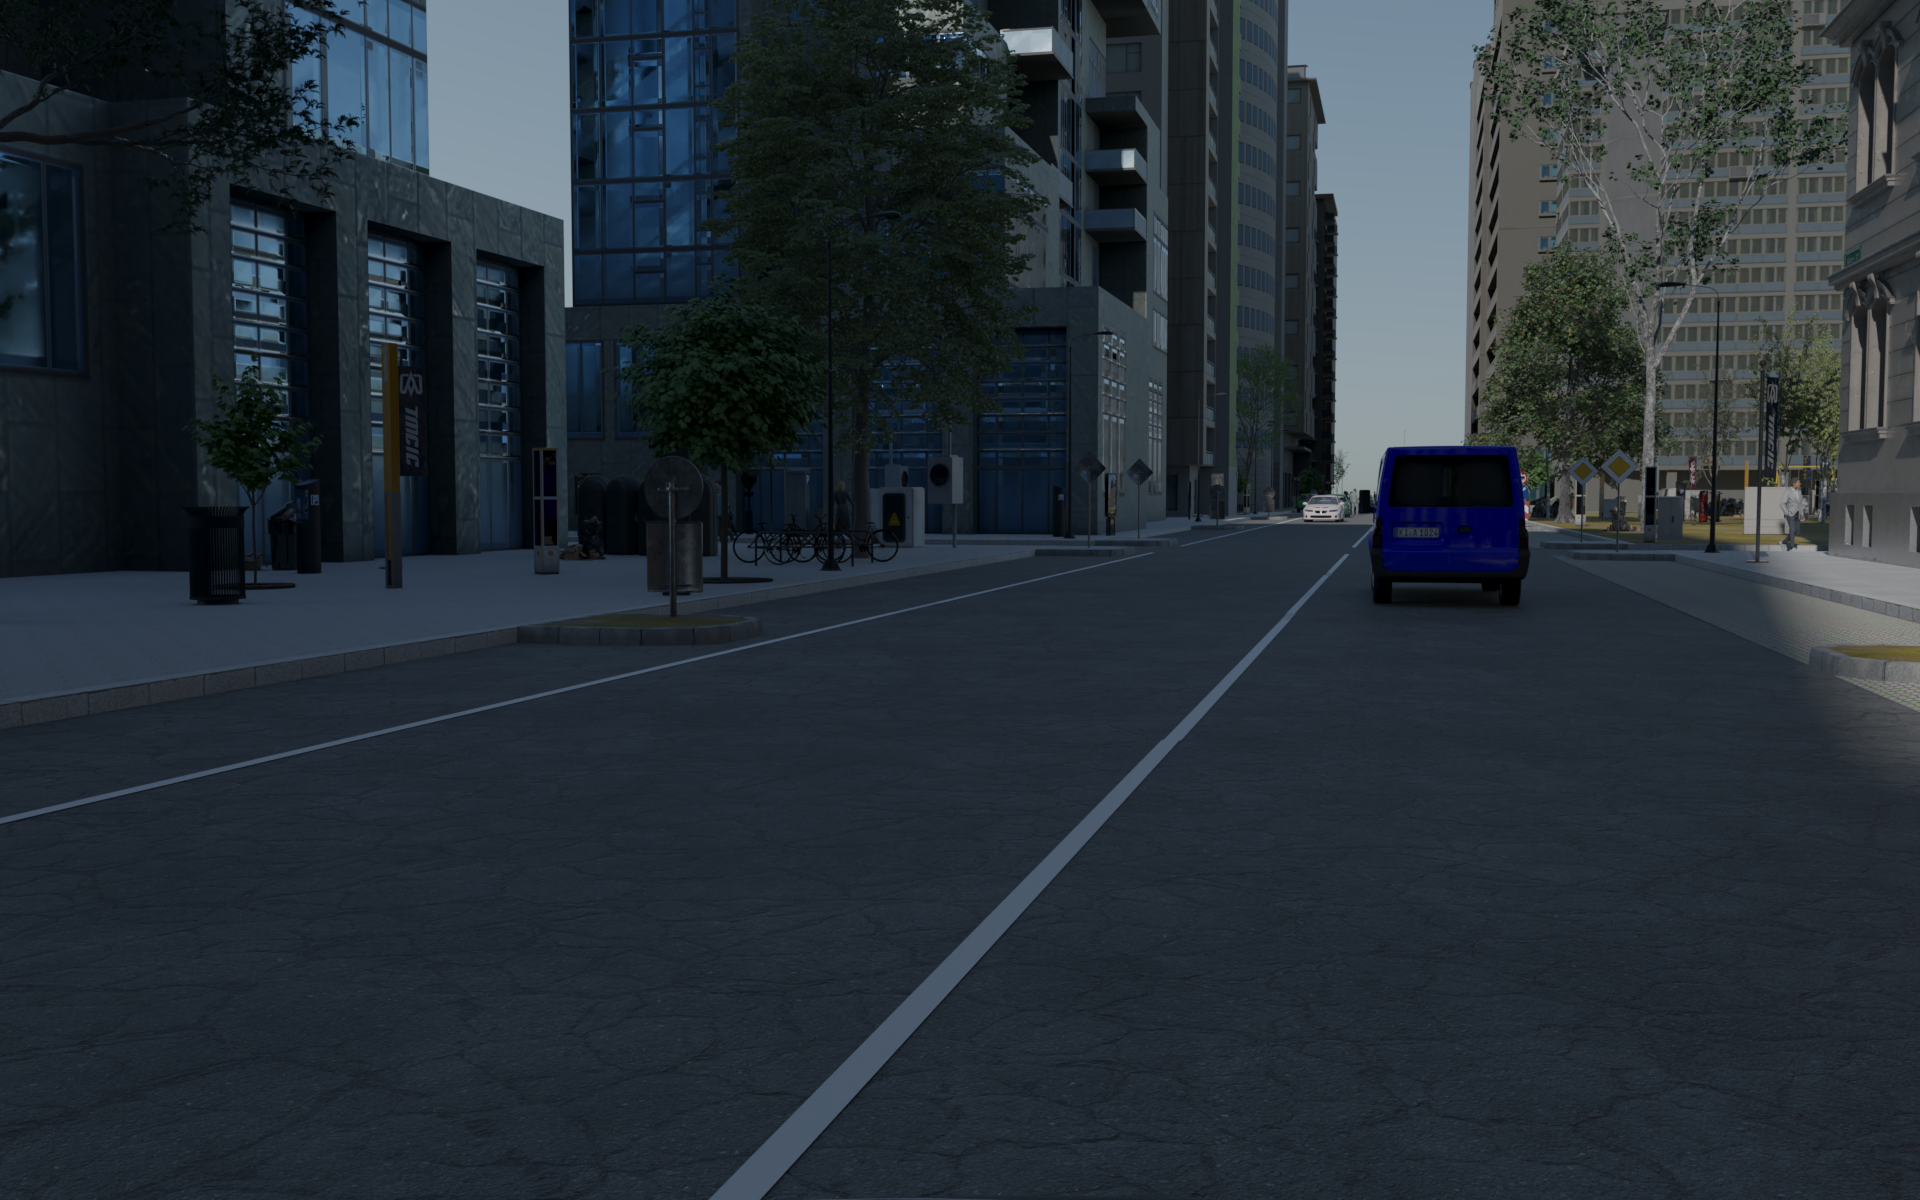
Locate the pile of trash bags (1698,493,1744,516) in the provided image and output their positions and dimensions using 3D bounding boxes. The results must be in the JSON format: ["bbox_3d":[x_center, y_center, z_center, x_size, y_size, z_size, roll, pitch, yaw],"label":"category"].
[{"bbox_3d":[43.931,-5.530,100.175,3.447,1.369,1.912,-2,4,-29],"label":"pile of trash bags"}]

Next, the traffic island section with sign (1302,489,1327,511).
[{"bbox_3d":[29.703,-8.353,145.207,1.989,1.847,2.006,1,4,14],"label":"traffic island section with sign"}]

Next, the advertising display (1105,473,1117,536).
[{"bbox_3d":[4.642,-2.944,53.353,0.123,1.923,0.974,1,4,20],"label":"advertising display"}]

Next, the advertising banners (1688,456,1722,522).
[{"bbox_3d":[34.175,-5.096,79.509,0.090,3.025,2.074,-1,4,-21],"label":"advertising banners"}]

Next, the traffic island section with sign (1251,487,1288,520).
[{"bbox_3d":[17.384,-5.415,97.167,1.989,1.847,2.006,1,4,14],"label":"traffic island section with sign"}]

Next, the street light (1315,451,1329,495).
[{"bbox_3d":[38.356,-12.979,184.752,1.470,5.913,1.316,1,4,14],"label":"street light"}]

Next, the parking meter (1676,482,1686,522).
[{"bbox_3d":[33.550,-4.585,80.673,0.399,1.863,0.255,-1,4,-13],"label":"parking meter"}]

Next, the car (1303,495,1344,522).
[{"bbox_3d":[18.758,-4.699,89.185,2.083,1.381,4.827,1,4,16],"label":"car"}]

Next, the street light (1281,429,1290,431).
[{"bbox_3d":[22.959,-9.296,124.535,1.470,5.913,1.316,1,4,14],"label":"street light"}]

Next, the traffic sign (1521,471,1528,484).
[{"bbox_3d":[31.208,-5.892,96.434,0.768,2.556,0.104,1,4,17],"label":"traffic sign"}]

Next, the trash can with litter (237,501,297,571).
[{"bbox_3d":[-11.589,-1.082,29.080,1.055,1.170,0.624,-1,4,-18],"label":"trash can with litter"}]

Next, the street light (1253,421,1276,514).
[{"bbox_3d":[19.278,-8.394,109.779,1.470,5.913,1.316,1,4,14],"label":"street light"}]

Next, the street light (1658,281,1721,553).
[{"bbox_3d":[15.943,-3.996,37.879,1.470,5.913,1.316,1,4,14],"label":"street light"}]

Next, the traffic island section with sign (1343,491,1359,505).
[{"bbox_3d":[57.109,-14.888,252.054,1.989,1.847,2.006,1,4,14],"label":"traffic island section with sign"}]

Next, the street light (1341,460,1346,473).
[{"bbox_3d":[50.989,-15.993,234.021,1.470,5.913,1.316,1,4,14],"label":"street light"}]

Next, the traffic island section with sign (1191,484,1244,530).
[{"bbox_3d":[10.458,-3.763,70.159,1.989,1.847,2.006,1,4,14],"label":"traffic island section with sign"}]

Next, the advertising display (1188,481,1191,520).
[{"bbox_3d":[11.496,-4.990,86.793,0.123,1.923,0.974,0,4,5],"label":"advertising display"}]

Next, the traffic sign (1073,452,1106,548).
[{"bbox_3d":[3.079,-2.299,41.234,0.795,2.450,0.064,1,4,14],"label":"traffic sign"}]

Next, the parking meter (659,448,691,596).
[{"bbox_3d":[-3.623,-0.993,21.939,0.399,1.863,0.255,0,4,-5],"label":"parking meter"}]

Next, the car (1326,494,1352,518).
[{"bbox_3d":[23.097,-5.809,106.778,2.131,1.459,4.920,1,4,15],"label":"car"}]

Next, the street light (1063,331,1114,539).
[{"bbox_3d":[3.676,-4.707,49.504,1.470,5.913,1.316,1,4,14],"label":"street light"}]

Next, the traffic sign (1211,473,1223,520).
[{"bbox_3d":[12.746,-5.119,85.828,0.606,2.300,0.079,2,4,24],"label":"traffic sign"}]

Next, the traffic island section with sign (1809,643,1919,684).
[{"bbox_3d":[7.931,-0.311,13.718,1.989,1.847,2.006,1,4,14],"label":"traffic island section with sign"}]

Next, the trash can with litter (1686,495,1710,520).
[{"bbox_3d":[40.912,-5.283,97.433,2.233,1.210,1.678,-2,4,-31],"label":"trash can with litter"}]

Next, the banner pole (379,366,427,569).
[{"bbox_3d":[-9.571,-2.431,29.767,0.863,3.779,0.401,-2,4,-25],"label":"banner pole"}]

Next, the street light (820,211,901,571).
[{"bbox_3d":[-1.643,-3.436,28.714,1.470,5.913,1.316,1,4,14],"label":"street light"}]

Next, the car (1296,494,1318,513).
[{"bbox_3d":[26.781,-7.597,133.001,1.959,1.807,4.718,1,4,12],"label":"car"}]

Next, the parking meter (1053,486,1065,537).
[{"bbox_3d":[2.963,-2.655,51.820,0.372,1.533,0.369,0,3,0],"label":"parking meter"}]

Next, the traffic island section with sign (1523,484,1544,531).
[{"bbox_3d":[21.900,-3.644,68.204,1.989,1.847,2.006,1,4,14],"label":"traffic island section with sign"}]

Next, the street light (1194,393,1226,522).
[{"bbox_3d":[11.538,-6.558,79.758,1.470,5.913,1.316,1,4,14],"label":"street light"}]

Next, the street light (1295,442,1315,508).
[{"bbox_3d":[30.653,-11.143,154.723,1.470,5.913,1.316,1,4,14],"label":"street light"}]

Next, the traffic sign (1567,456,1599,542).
[{"bbox_3d":[16.532,-2.592,46.018,0.795,2.450,0.064,1,4,14],"label":"traffic sign"}]

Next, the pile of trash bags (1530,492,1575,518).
[{"bbox_3d":[32.487,-5.161,94.136,1.912,1.369,3.447,3,5,43],"label":"pile of trash bags"}]

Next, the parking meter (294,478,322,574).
[{"bbox_3d":[-10.520,-1.195,27.954,0.372,1.533,0.369,0,3,0],"label":"parking meter"}]

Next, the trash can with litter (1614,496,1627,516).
[{"bbox_3d":[40.192,-5.795,106.138,1.055,1.170,0.624,-2,4,-30],"label":"trash can with litter"}]

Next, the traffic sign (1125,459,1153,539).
[{"bbox_3d":[5.063,-2.772,48.970,0.795,2.450,0.064,1,4,14],"label":"traffic sign"}]

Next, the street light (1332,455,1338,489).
[{"bbox_3d":[43.360,-14.147,203.851,1.470,5.913,1.316,1,4,14],"label":"street light"}]

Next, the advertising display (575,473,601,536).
[{"bbox_3d":[-11.440,-2.943,53.330,0.123,1.923,0.974,3,4,37],"label":"advertising display"}]

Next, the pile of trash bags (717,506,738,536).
[{"bbox_3d":[-8.497,-2.672,53.447,3.447,1.369,1.912,2,4,34],"label":"pile of trash bags"}]

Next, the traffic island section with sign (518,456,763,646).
[{"bbox_3d":[-3.079,-0.535,17.374,1.989,1.847,2.006,1,4,14],"label":"traffic island section with sign"}]

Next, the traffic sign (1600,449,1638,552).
[{"bbox_3d":[14.548,-2.119,38.283,0.795,2.450,0.064,1,4,14],"label":"traffic sign"}]

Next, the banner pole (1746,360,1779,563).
[{"bbox_3d":[15.143,-2.600,32.525,0.863,3.779,0.401,-3,4,-38],"label":"banner pole"}]
